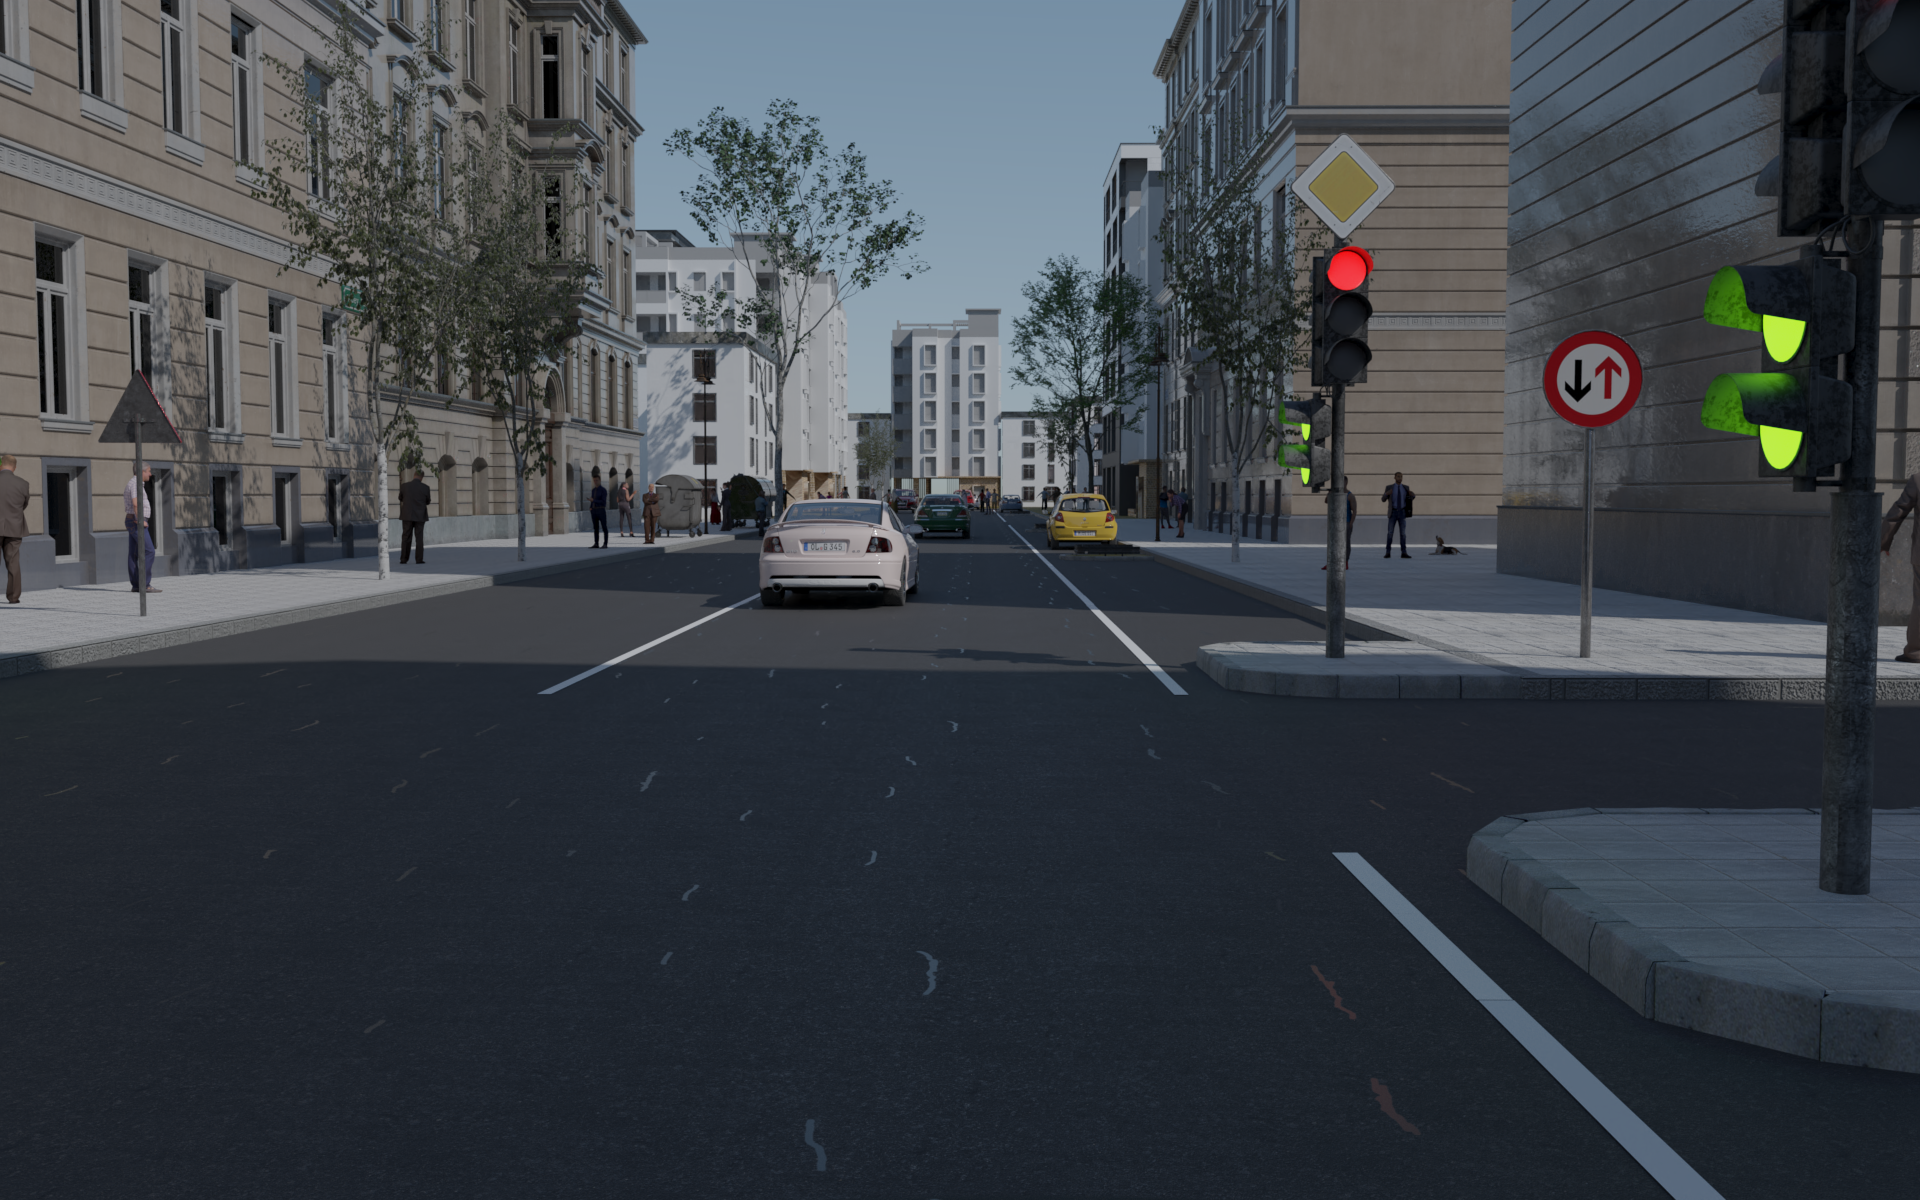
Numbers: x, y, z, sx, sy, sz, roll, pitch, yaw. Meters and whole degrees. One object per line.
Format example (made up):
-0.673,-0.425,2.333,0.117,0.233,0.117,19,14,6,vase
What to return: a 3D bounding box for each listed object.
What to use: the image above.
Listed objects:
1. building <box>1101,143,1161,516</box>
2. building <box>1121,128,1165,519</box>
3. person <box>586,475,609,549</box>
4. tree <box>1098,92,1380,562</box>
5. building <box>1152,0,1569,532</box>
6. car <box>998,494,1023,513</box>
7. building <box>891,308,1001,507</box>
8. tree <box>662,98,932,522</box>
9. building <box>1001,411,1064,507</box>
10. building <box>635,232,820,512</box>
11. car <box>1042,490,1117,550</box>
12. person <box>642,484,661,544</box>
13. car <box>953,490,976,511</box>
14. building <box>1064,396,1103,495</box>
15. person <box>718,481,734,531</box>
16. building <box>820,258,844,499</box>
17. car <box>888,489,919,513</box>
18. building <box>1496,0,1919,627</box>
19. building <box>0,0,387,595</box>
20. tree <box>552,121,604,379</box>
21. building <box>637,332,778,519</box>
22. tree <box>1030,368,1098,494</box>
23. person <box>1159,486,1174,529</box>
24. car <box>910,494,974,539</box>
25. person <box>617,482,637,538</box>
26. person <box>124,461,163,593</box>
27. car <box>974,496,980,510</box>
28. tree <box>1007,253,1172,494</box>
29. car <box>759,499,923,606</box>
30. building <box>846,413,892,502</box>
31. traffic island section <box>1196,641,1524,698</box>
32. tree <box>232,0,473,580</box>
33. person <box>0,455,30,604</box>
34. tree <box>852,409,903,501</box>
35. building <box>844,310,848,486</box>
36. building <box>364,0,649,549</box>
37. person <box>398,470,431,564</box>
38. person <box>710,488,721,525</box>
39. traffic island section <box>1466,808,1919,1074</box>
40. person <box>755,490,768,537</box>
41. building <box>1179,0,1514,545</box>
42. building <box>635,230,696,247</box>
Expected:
23.421,-16.712,117.214,27.936,21.610,32.646,0,4,1,building
17.095,-14.613,95.349,16.016,20.091,11.380,0,4,1,building
-8.551,-2.078,40.724,0.576,1.737,0.504,2,4,28,person
5.278,-5.002,32.144,4.360,8.622,3.978,0,3,0,tree
15.764,-17.011,75.398,12.463,27.353,25.104,0,4,1,building
3.958,-7.496,134.556,2.014,1.417,4.499,0,4,0,car
-1.426,-19.980,183.093,11.380,20.091,16.016,0,4,1,building
-7.521,-13.780,81.200,12.611,20.169,13.585,0,3,0,tree
18.266,-14.547,179.983,28.070,9.664,9.099,0,4,1,building
-18.736,-16.325,123.330,16.016,20.091,11.380,0,4,1,building
3.191,-2.180,45.870,2.015,1.641,3.980,0,4,1,car
-7.903,-2.206,44.385,0.482,1.546,0.388,0,4,-6,person
0.238,-8.646,150.035,2.281,1.827,5.304,0,4,1,car
14.431,-12.603,148.206,9.099,9.664,28.070,0,4,1,building
-8.108,-3.246,59.915,0.445,1.727,0.742,0,4,-2,person
-17.702,-17.019,134.679,16.016,20.091,11.380,0,4,1,building
-4.196,-7.432,130.194,2.281,1.827,5.304,0,4,2,car
20.784,-13.711,21.434,25.104,27.353,12.463,0,4,1,building
-18.403,-14.664,25.663,13.634,28.700,20.117,0,4,1,building
-8.502,-5.030,32.601,4.360,8.622,3.978,0,3,0,tree
-15.438,-9.879,103.671,9.099,9.664,28.070,0,4,1,building
6.132,-9.078,98.781,4.360,8.622,3.978,0,3,0,tree
7.656,-3.448,64.280,0.647,1.594,0.662,3,5,44,person
-0.579,-2.769,57.068,2.131,1.459,4.920,0,4,0,car
-9.831,-2.670,51.174,0.593,1.643,0.415,0,4,-8,person
-10.691,-0.959,22.657,0.436,1.711,0.756,-2,4,-24,person
0.865,-8.890,157.710,2.083,1.381,4.827,0,3,0,car
5.618,-9.162,75.557,9.928,11.665,9.643,0,3,0,tree
-1.575,-0.684,23.545,2.083,1.381,4.827,0,4,2,car
-21.184,-14.556,180.144,28.070,9.664,9.099,0,4,1,building
2.966,0.531,13.596,2.009,0.180,2.903,0,4,1,traffic island section
-8.402,-4.612,25.774,4.360,8.622,3.978,0,3,0,tree
-11.238,-0.829,20.278,0.600,1.739,0.565,2,4,23,person
-7.545,-12.136,148.792,4.360,8.622,3.978,0,3,0,tree
-15.955,-18.197,153.937,11.380,20.091,16.016,0,4,1,building
-18.330,-14.316,53.156,14.460,24.649,34.723,0,4,1,building
-10.054,-1.540,31.909,0.565,1.739,0.600,-3,4,-37,person
-10.195,-3.893,72.157,0.523,1.526,0.387,-3,5,-44,person
2.887,1.020,5.611,2.009,0.180,2.903,0,4,1,traffic island section
-6.573,-2.854,57.370,0.429,1.552,0.499,-1,4,-11,person
14.667,-16.324,52.797,13.634,28.700,20.117,0,4,1,building
-38.026,-18.603,148.135,32.646,21.610,27.936,0,4,1,building
